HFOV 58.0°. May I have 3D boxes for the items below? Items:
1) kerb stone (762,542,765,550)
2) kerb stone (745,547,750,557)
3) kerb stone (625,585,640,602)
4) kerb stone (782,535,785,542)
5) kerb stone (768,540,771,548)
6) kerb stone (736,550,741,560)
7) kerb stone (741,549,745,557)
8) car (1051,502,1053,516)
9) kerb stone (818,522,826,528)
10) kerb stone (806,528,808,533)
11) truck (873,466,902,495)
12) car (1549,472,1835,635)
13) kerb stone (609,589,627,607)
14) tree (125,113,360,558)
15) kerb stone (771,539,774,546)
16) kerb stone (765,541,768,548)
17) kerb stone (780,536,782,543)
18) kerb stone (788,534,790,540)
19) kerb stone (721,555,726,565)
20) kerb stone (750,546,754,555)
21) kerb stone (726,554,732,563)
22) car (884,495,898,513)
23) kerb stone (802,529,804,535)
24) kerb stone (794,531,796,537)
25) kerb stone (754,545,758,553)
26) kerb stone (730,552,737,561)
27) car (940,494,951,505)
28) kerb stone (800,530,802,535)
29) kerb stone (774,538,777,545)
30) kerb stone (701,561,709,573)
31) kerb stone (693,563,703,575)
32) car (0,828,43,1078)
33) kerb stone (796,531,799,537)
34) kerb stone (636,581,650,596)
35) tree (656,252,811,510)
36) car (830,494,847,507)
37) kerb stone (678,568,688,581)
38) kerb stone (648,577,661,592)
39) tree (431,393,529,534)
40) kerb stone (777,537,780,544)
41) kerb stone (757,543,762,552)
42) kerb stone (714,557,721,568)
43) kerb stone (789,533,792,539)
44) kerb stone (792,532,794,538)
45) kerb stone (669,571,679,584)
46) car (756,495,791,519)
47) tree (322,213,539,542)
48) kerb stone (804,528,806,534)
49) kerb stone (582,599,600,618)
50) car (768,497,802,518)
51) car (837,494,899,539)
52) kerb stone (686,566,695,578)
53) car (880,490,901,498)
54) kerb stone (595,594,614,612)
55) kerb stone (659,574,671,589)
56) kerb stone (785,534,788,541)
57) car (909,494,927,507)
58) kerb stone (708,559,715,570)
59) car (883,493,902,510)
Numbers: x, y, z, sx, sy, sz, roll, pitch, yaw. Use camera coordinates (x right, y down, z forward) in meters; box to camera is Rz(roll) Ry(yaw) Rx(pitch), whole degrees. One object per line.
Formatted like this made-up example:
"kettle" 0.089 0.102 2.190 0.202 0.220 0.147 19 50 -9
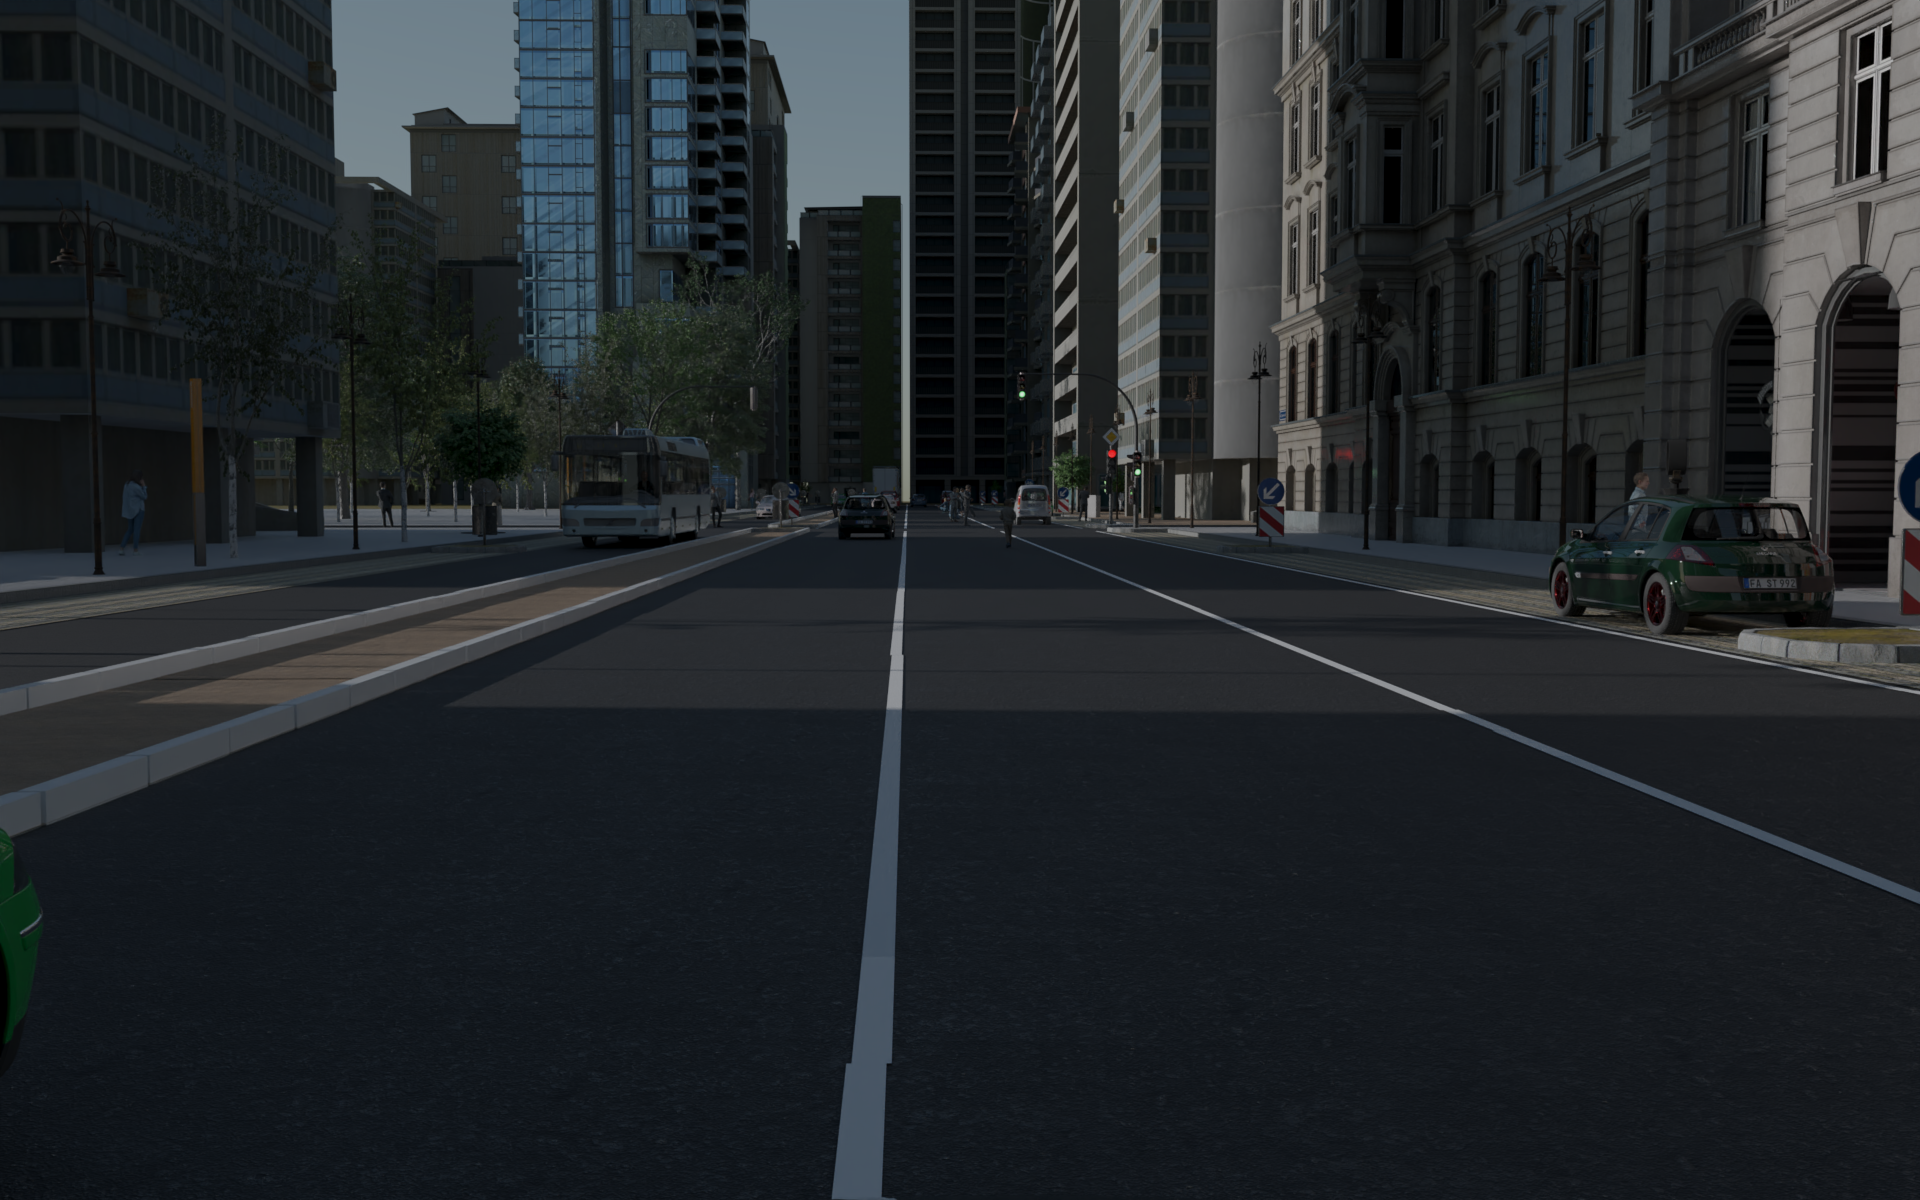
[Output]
"kerb stone" -5.108 -1.323 43.827 0.120 0.150 1.000 0 4 -2
"kerb stone" -4.982 -1.072 39.729 0.120 0.150 1.000 0 4 -2
"kerb stone" -4.490 -0.068 23.355 0.120 0.150 1.000 0 4 -2
"kerb stone" -5.323 -1.763 51.016 0.120 0.150 1.000 0 4 -2
"kerb stone" -5.170 -1.448 45.877 0.120 0.150 1.000 0 4 -2
"kerb stone" -4.921 -0.945 37.684 0.120 0.150 1.000 0 4 -2
"kerb stone" -4.959 -1.005 38.706 0.120 0.150 1.000 0 4 -2
"car" 4.988 -6.242 110.856 1.959 1.807 4.718 0 4 -1
"kerb stone" -6.077 -3.297 76.100 0.120 0.150 1.000 0 4 -2
"kerb stone" -5.659 -2.447 62.281 0.120 0.150 1.000 0 4 -2
"truck" -7.608 -11.692 180.085 2.839 4.237 11.283 0 4 0
"car" 7.872 -0.561 18.961 2.009 1.686 4.222 0 4 -1
"kerb stone" -4.462 -0.008 22.324 0.120 0.150 1.000 0 4 -2
"tree" -14.380 -5.154 34.623 4.360 8.622 3.978 0 3 0
"kerb stone" -5.201 -1.509 46.902 0.120 0.150 1.000 0 4 -2
"kerb stone" -5.136 -1.386 44.856 0.120 0.150 1.000 0 4 -2
"kerb stone" -5.299 -1.700 49.990 0.120 0.150 1.000 0 4 -2
"kerb stone" -5.381 -1.880 53.063 0.120 0.150 1.000 0 4 -2
"kerb stone" -4.832 -0.760 34.617 0.120 0.150 1.000 0 4 -2
"kerb stone" -5.010 -1.135 40.753 0.120 0.150 1.000 0 4 -2
"kerb stone" -4.859 -0.822 35.640 0.120 0.150 1.000 0 4 -2
"car" -5.644 -7.162 129.464 2.083 1.381 4.827 0 4 -2
"kerb stone" -5.601 -2.326 60.226 0.120 0.150 1.000 0 4 -2
"kerb stone" -5.484 -2.076 56.140 0.120 0.150 1.000 0 4 -2
"kerb stone" -5.049 -1.197 41.774 0.120 0.150 1.000 0 4 -2
"kerb stone" -4.894 -0.885 36.663 0.120 0.150 1.000 0 4 -2
"car" -1.361 -12.220 208.834 2.155 1.783 4.494 0 4 -1
"kerb stone" -5.581 -2.264 59.204 0.120 0.150 1.000 0 4 -2
"kerb stone" -5.235 -1.574 47.933 0.120 0.150 1.000 0 4 -2
"kerb stone" -4.742 -0.572 31.549 0.120 0.150 1.000 0 4 -2
"kerb stone" -4.702 -0.510 30.528 0.120 0.150 1.000 0 4 -2
"car" -2.700 0.436 1.661 1.959 1.807 4.718 0 4 -2
"kerb stone" -5.505 -2.139 57.161 0.120 0.150 1.000 0 4 -2
"kerb stone" -4.531 -0.133 24.378 0.120 0.150 1.000 0 4 -2
"tree" -18.443 -17.126 135.894 12.611 20.169 13.585 0 3 0
"car" -13.049 -10.939 187.646 1.959 1.807 4.718 0 4 -3
"kerb stone" -4.645 -0.384 28.477 0.120 0.150 1.000 0 4 -2
"kerb stone" -4.558 -0.196 25.402 0.120 0.150 1.000 0 4 -2
"tree" -15.632 -4.461 56.655 4.285 4.588 4.351 0 3 0
"kerb stone" -5.264 -1.635 48.964 0.120 0.150 1.000 0 4 -2
"kerb stone" -5.070 -1.261 42.806 0.120 0.150 1.000 0 4 -2
"kerb stone" -4.801 -0.697 33.595 0.120 0.150 1.000 0 4 -2
"kerb stone" -5.416 -1.947 54.084 0.120 0.150 1.000 0 4 -2
"kerb stone" -5.446 -2.009 55.119 0.120 0.150 1.000 0 4 -2
"kerb stone" -4.618 -0.322 27.455 0.120 0.150 1.000 0 4 -2
"car" -10.654 -5.335 99.593 2.083 1.381 4.827 0 4 -2
"tree" -14.655 -5.855 46.097 4.737 8.622 4.395 0 3 0
"kerb stone" -5.628 -2.388 61.247 0.120 0.150 1.000 0 4 -2
"kerb stone" -4.396 0.127 20.275 0.120 0.150 1.000 0 4 -2
"car" -10.706 -5.747 105.755 2.131 1.459 4.920 0 4 -2
"car" -3.002 -2.832 56.088 2.009 1.686 4.222 0 4 0
"kerb stone" -4.673 -0.447 29.499 0.120 0.150 1.000 0 4 -2
"car" -7.015 -9.954 171.413 2.281 1.827 5.304 0 4 0
"kerb stone" -4.430 0.056 21.296 0.120 0.150 1.000 0 4 -2
"kerb stone" -4.585 -0.259 26.433 0.120 0.150 1.000 0 4 -2
"kerb stone" -5.345 -1.825 52.038 0.120 0.150 1.000 0 4 -2
"car" -4.522 -10.789 188.410 2.014 1.417 4.499 0 4 -3
"kerb stone" -4.774 -0.634 32.574 0.120 0.150 1.000 0 4 -2
"car" -6.335 -9.023 156.558 2.155 1.783 4.494 0 4 -3
